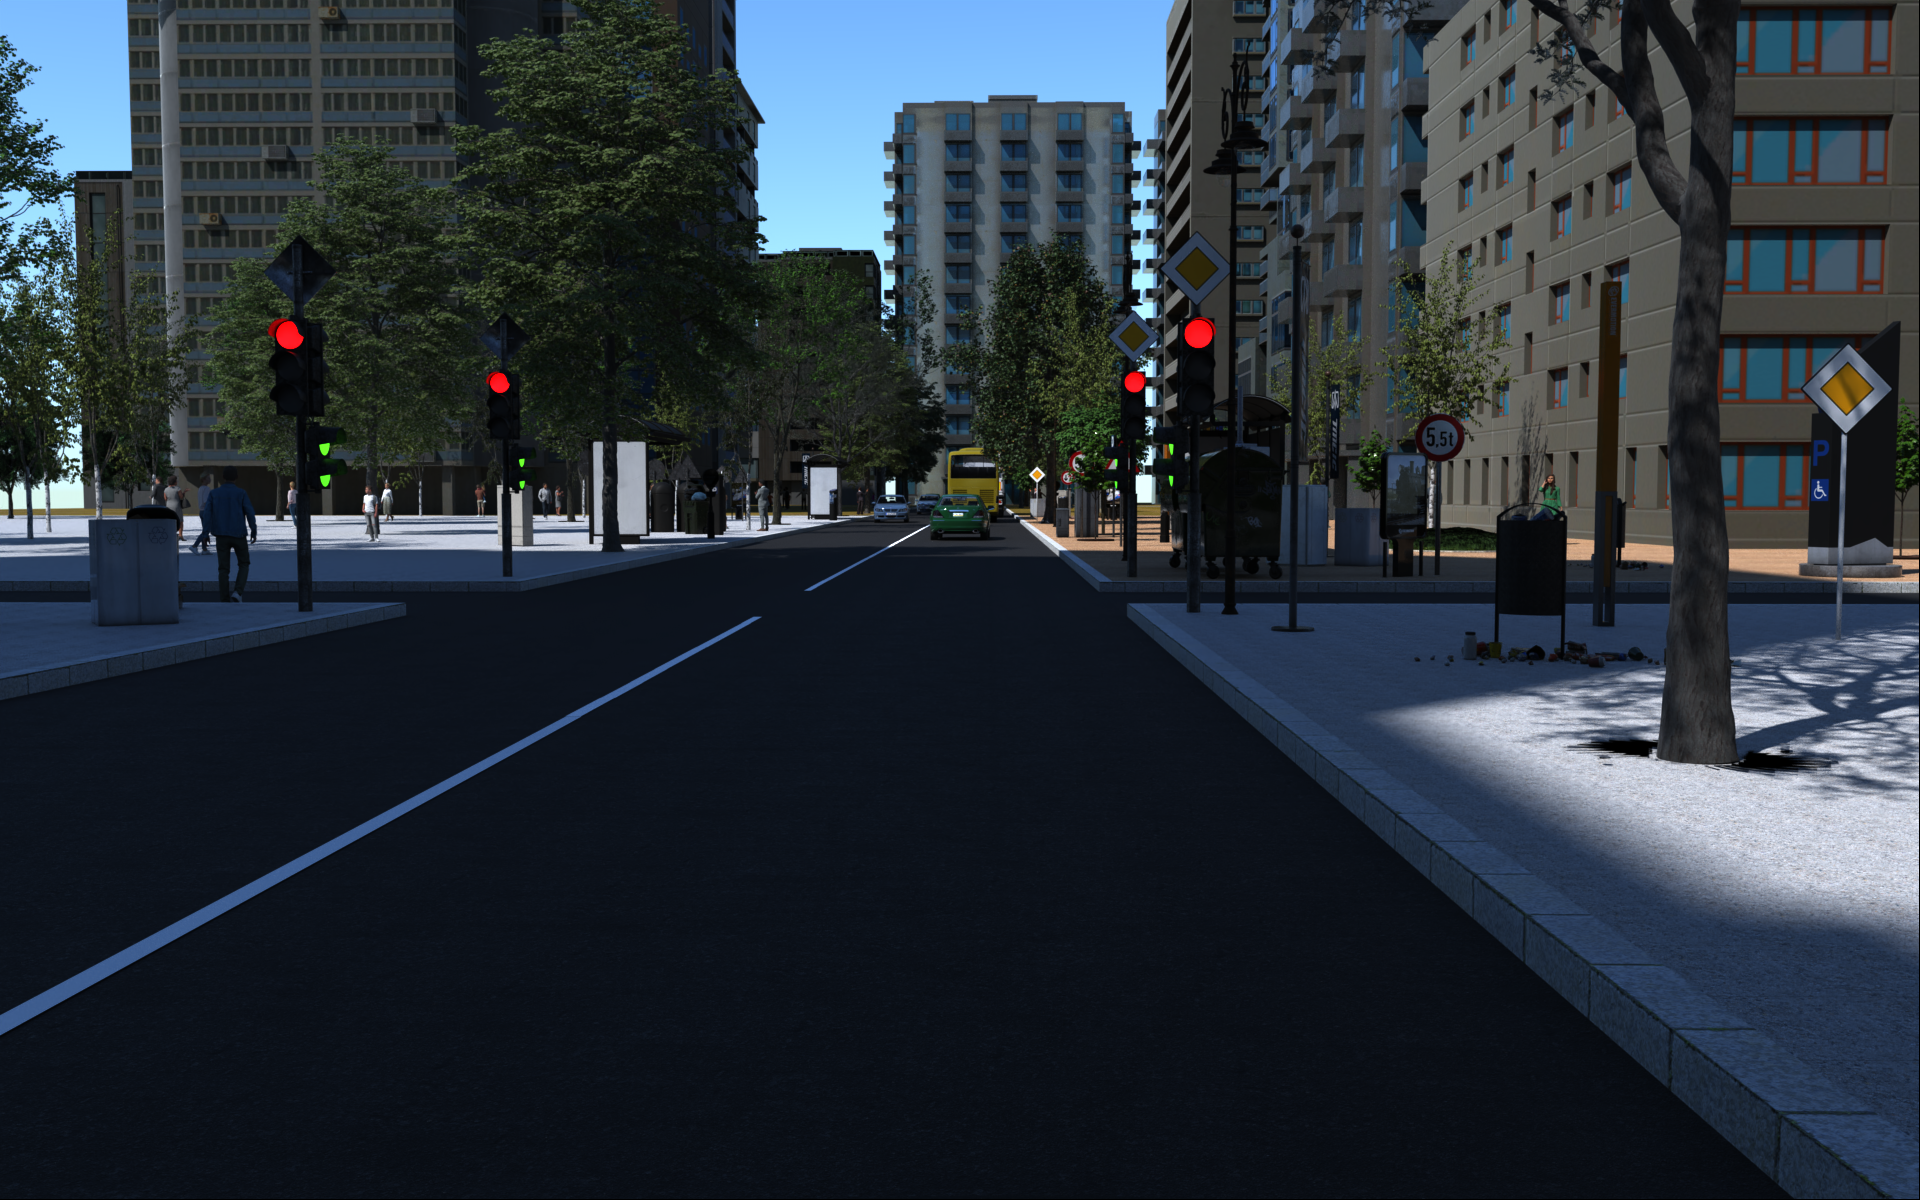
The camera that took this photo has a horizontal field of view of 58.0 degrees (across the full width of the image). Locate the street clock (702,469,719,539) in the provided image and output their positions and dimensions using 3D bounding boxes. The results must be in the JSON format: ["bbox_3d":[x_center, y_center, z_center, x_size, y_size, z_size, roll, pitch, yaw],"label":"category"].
[{"bbox_3d":[-7.170,-2.768,49.827,0.471,2.002,0.358,-1,4,-17],"label":"street clock"}]

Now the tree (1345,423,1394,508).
[{"bbox_3d":[11.212,-3.223,47.300,1.663,3.219,1.824,0,3,0],"label":"tree"}]

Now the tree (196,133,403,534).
[{"bbox_3d":[-18.626,-8.396,55.407,7.486,12.596,7.792,0,3,0],"label":"tree"}]

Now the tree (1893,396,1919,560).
[{"bbox_3d":[18.547,-2.430,34.338,1.663,3.219,1.824,0,3,0],"label":"tree"}]

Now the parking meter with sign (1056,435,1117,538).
[{"bbox_3d":[3.723,-3.358,51.163,1.738,3.016,0.543,0,4,-3],"label":"parking meter with sign"}]

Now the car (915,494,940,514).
[{"bbox_3d":[-2.184,-6.848,123.960,2.014,1.417,4.499,0,4,0],"label":"car"}]

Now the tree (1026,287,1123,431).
[{"bbox_3d":[4.421,-6.768,61.023,4.737,8.622,4.395,0,3,0],"label":"tree"}]

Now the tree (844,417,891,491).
[{"bbox_3d":[-6.527,-10.530,122.533,4.360,8.622,3.978,0,3,0],"label":"tree"}]

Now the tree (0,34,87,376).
[{"bbox_3d":[-22.396,-6.758,36.251,9.928,11.665,9.643,0,3,0],"label":"tree"}]

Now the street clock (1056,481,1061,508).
[{"bbox_3d":[5.227,-5.491,94.342,0.471,2.002,0.358,1,4,13],"label":"street clock"}]

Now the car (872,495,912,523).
[{"bbox_3d":[-3.454,-4.638,87.838,2.014,1.417,4.499,0,4,-1],"label":"car"}]

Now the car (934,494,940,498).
[{"bbox_3d":[-2.490,-9.089,157.408,1.959,1.807,4.718,0,4,-1],"label":"car"}]

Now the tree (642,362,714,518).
[{"bbox_3d":[-15.008,-8.629,91.441,4.737,8.622,4.395,0,3,0],"label":"tree"}]

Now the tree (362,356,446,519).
[{"bbox_3d":[-29.977,-8.595,90.889,4.737,8.622,4.395,0,3,0],"label":"tree"}]

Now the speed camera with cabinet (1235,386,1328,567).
[{"bbox_3d":[5.700,-2.264,31.352,0.660,3.252,2.038,-3,4,-38],"label":"speed camera with cabinet"}]

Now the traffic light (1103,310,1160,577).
[{"bbox_3d":[2.642,-2.309,26.678,0.839,4.253,0.868,0,4,1],"label":"traffic light"}]

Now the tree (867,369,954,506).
[{"bbox_3d":[-5.270,-16.057,169.183,9.857,13.997,8.962,0,3,0],"label":"tree"}]

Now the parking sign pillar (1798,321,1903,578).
[{"bbox_3d":[13.942,-2.358,27.019,1.447,3.967,1.447,-1,4,-18],"label":"parking sign pillar"}]

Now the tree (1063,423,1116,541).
[{"bbox_3d":[3.591,-3.226,47.353,1.663,3.219,1.824,0,3,0],"label":"tree"}]

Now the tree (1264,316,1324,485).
[{"bbox_3d":[14.400,-7.244,68.807,4.737,8.622,4.395,0,3,0],"label":"tree"}]

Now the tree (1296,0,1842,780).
[{"bbox_3d":[3.489,-5.978,8.111,12.009,13.543,11.850,0,3,0],"label":"tree"}]

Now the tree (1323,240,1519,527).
[{"bbox_3d":[14.163,-6.175,51.330,4.737,8.622,4.395,0,3,0],"label":"tree"}]

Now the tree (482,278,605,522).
[{"bbox_3d":[-18.038,-9.403,79.500,9.928,11.665,9.643,0,3,0],"label":"tree"}]

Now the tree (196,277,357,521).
[{"bbox_3d":[-32.052,-9.524,81.480,9.928,11.665,9.643,0,3,0],"label":"tree"}]

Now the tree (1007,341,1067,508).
[{"bbox_3d":[5.148,-12.460,121.845,7.486,12.596,7.792,0,3,0],"label":"tree"}]

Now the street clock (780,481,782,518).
[{"bbox_3d":[-9.809,-5.478,94.142,0.358,2.002,0.471,-1,4,-16],"label":"street clock"}]

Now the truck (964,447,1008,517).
[{"bbox_3d":[1.587,-7.381,109.593,2.839,4.237,11.283,0,4,2],"label":"truck"}]

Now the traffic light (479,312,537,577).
[{"bbox_3d":[-7.018,-2.318,26.814,0.839,4.253,0.868,0,4,1],"label":"traffic light"}]

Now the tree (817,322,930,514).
[{"bbox_3d":[-5.718,-11.981,114.017,7.486,12.596,7.792,0,3,0],"label":"tree"}]

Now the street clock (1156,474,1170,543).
[{"bbox_3d":[5.423,-2.523,45.814,0.471,2.002,0.358,3,5,42],"label":"street clock"}]

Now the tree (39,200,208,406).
[{"bbox_3d":[-21.859,-5.742,44.250,4.737,8.622,4.395,0,3,0],"label":"tree"}]

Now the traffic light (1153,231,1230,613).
[{"bbox_3d":[2.517,-1.821,18.694,0.839,4.253,0.868,0,4,1],"label":"traffic light"}]

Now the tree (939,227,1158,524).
[{"bbox_3d":[3.928,-9.664,75.019,9.611,12.733,9.660,0,3,0],"label":"tree"}]

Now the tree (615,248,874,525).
[{"bbox_3d":[-7.511,-8.959,72.242,9.928,11.665,9.643,0,3,0],"label":"tree"}]

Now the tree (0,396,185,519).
[{"bbox_3d":[-51.773,-7.939,92.716,11.467,7.101,20.602,1,4,12],"label":"tree"}]

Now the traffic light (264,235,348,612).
[{"bbox_3d":[-7.143,-1.829,18.829,0.839,4.253,0.868,0,4,1],"label":"traffic light"}]

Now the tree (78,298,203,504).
[{"bbox_3d":[-30.278,-6.975,64.406,4.360,8.622,3.978,0,3,0],"label":"tree"}]

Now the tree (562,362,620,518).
[{"bbox_3d":[-20.254,-8.768,93.720,4.360,8.622,3.978,0,3,0],"label":"tree"}]

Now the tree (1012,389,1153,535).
[{"bbox_3d":[4.555,-4.322,54.381,4.285,4.588,4.351,0,3,0],"label":"tree"}]

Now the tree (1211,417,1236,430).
[{"bbox_3d":[11.038,-5.529,74.113,4.285,4.588,4.351,0,3,0],"label":"tree"}]

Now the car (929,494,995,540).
[{"bbox_3d":[0.029,-2.661,55.306,2.131,1.459,4.920,0,4,2],"label":"car"}]

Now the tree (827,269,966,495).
[{"bbox_3d":[-5.244,-17.693,145.163,12.611,20.169,13.585,0,3,0],"label":"tree"}]

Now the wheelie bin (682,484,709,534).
[{"bbox_3d":[-8.453,-2.908,55.457,0.980,1.594,0.693,2,4,35],"label":"wheelie bin"}]

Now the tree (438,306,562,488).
[{"bbox_3d":[-17.296,-6.980,64.491,4.360,8.622,3.978,0,3,0],"label":"tree"}]
